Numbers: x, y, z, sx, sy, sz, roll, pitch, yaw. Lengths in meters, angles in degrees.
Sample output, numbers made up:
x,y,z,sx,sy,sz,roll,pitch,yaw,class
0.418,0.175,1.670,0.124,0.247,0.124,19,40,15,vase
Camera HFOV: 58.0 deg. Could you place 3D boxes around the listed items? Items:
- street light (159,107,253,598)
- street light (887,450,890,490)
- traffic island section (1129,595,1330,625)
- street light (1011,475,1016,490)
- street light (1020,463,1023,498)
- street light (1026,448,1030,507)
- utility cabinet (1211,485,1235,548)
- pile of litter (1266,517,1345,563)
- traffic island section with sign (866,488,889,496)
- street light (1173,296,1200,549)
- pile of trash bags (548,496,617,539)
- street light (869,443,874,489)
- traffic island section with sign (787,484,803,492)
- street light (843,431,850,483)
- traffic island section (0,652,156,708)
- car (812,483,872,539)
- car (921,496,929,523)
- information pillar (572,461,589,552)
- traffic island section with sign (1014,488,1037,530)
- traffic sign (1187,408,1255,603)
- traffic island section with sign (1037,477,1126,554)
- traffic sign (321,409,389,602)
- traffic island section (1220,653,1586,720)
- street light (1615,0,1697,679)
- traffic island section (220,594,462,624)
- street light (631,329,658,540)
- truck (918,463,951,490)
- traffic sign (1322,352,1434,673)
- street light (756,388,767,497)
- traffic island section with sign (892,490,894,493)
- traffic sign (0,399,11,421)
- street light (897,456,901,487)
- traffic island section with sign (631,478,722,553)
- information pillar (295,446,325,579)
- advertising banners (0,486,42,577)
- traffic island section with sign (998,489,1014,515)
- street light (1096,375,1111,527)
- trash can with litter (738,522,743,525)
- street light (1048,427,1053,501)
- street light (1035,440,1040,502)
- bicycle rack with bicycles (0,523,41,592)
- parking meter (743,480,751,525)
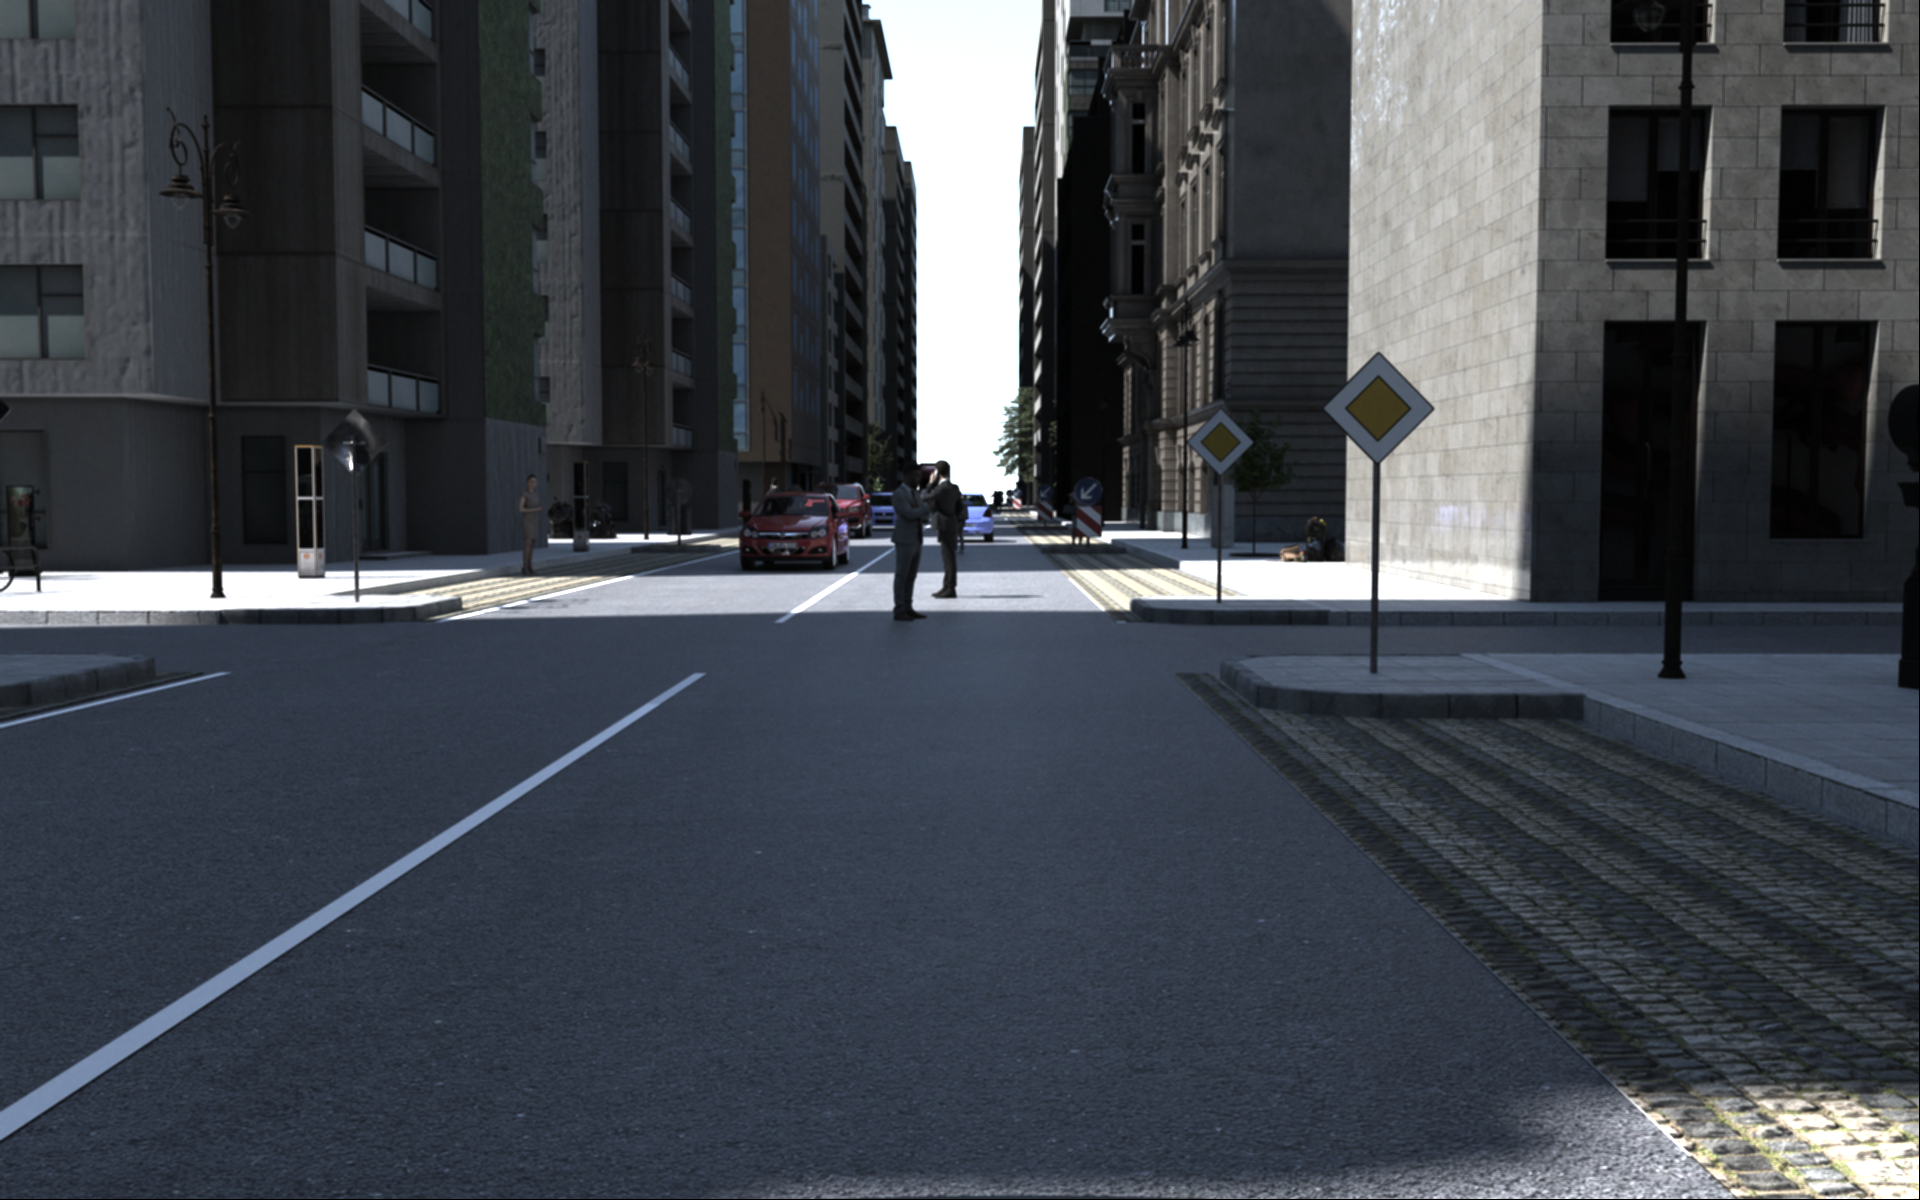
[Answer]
x,y,z,sx,sy,sz,roll,pitch,yaw,class
-9.185,-2.964,21.257,0.468,5.910,1.993,0,4,1,street light
-7.422,-12.695,180.356,0.468,5.910,1.993,0,4,1,street light
3.073,0.114,20.419,2.009,0.180,2.903,0,4,1,traffic island section
7.572,-17.247,254.768,0.468,5.910,1.993,0,4,1,street light
7.057,-13.889,199.873,0.468,5.910,1.993,0,4,1,street light
6.743,-12.149,171.428,0.468,5.910,1.993,0,4,1,street light
6.272,-2.000,41.384,0.318,1.500,1.173,1,4,21,utility cabinet
6.605,-1.160,32.936,1.719,0.858,1.176,0,4,-4,pile of litter
-6.117,-6.778,119.444,1.989,1.847,2.006,0,4,1,traffic island section with sign
5.291,-4.149,40.618,0.468,5.910,1.993,0,4,1,street light
-11.611,-2.475,50.222,3.447,1.369,1.912,0,4,7,pile of trash bags
-7.718,-10.983,152.357,0.468,5.910,1.993,0,4,1,street light
-6.654,-3.757,70.050,1.989,1.847,2.006,0,4,1,traffic island section with sign
-8.091,-9.268,124.323,0.468,5.910,1.993,0,4,1,street light
-7.253,0.595,12.549,2.009,0.180,2.903,0,4,1,traffic island section
-4.036,-2.966,57.169,2.281,1.827,5.304,0,4,1,car
-2.537,-4.583,87.286,2.083,1.381,4.827,0,4,1,car
-8.452,-2.086,38.605,0.304,2.012,0.304,0,4,1,information pillar
3.278,-3.722,69.486,1.989,1.847,2.006,0,4,1,traffic island section with sign
3.049,-1.021,20.342,0.795,2.450,0.064,0,4,1,traffic sign
2.971,-2.049,42.132,1.989,1.847,2.006,0,4,1,traffic island section with sign
-7.144,-1.029,20.471,0.795,2.450,0.064,0,4,1,traffic sign
2.988,0.602,12.435,2.009,0.180,2.903,0,4,1,traffic island section
4.979,-2.394,11.936,0.468,5.910,1.993,0,4,1,street light
-7.168,0.107,20.533,2.009,0.180,2.903,0,4,1,traffic island section
-8.833,-4.638,48.612,0.468,5.910,1.993,0,4,1,street light
-2.309,-10.330,157.801,2.839,4.237,11.283,0,4,2,truck
2.964,-0.533,12.358,0.795,2.450,0.064,0,4,1,traffic sign
-8.577,-6.302,75.825,0.468,5.910,1.993,0,4,1,street light
-5.816,-8.471,147.133,1.989,1.847,2.006,0,4,1,traffic island section with sign
-7.229,-0.541,12.487,0.795,2.450,0.064,0,4,1,traffic sign
-7.273,-14.380,207.896,0.468,5.910,1.993,0,4,1,street light
-6.938,-2.080,42.639,1.989,1.847,2.006,0,4,1,traffic island section with sign
-9.895,-1.339,26.377,0.304,2.012,0.304,0,4,6,information pillar
-14.863,-1.833,26.152,0.090,3.025,2.074,2,4,25,advertising banners
3.814,-6.797,119.759,1.989,1.847,2.006,0,4,1,traffic island section with sign
5.596,-5.807,67.725,0.468,5.910,1.993,0,4,1,street light
-9.410,-3.701,71.562,1.678,1.210,2.233,-1,4,-16,trash can with litter
6.126,-8.814,116.900,0.468,5.910,1.993,0,4,1,street light
6.497,-10.486,144.227,0.468,5.910,1.993,0,4,1,street light
-13.296,-0.523,21.933,2.852,0.926,2.925,1,4,9,bicycle rack with bicycles
-8.607,-3.929,69.942,0.255,1.863,0.399,0,4,8,parking meter
